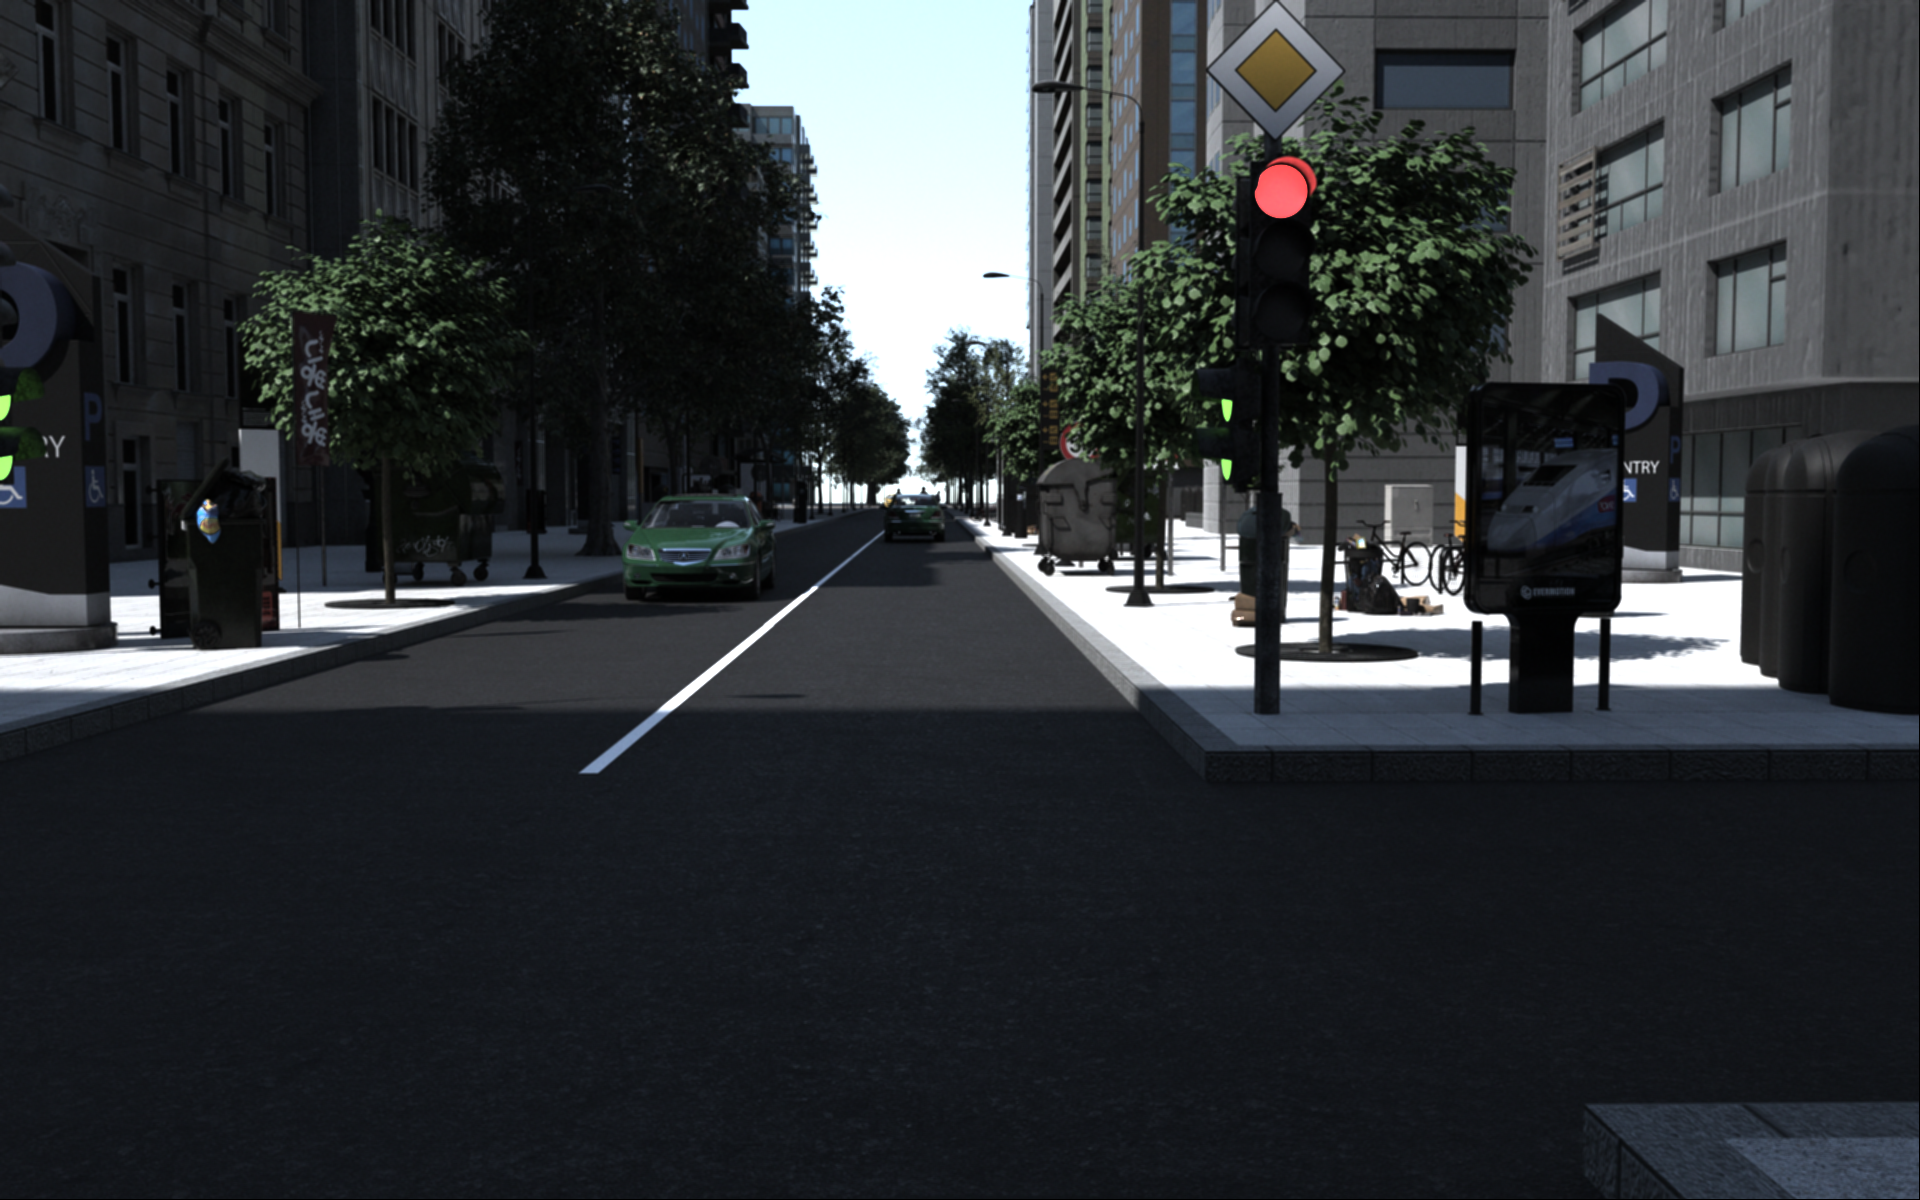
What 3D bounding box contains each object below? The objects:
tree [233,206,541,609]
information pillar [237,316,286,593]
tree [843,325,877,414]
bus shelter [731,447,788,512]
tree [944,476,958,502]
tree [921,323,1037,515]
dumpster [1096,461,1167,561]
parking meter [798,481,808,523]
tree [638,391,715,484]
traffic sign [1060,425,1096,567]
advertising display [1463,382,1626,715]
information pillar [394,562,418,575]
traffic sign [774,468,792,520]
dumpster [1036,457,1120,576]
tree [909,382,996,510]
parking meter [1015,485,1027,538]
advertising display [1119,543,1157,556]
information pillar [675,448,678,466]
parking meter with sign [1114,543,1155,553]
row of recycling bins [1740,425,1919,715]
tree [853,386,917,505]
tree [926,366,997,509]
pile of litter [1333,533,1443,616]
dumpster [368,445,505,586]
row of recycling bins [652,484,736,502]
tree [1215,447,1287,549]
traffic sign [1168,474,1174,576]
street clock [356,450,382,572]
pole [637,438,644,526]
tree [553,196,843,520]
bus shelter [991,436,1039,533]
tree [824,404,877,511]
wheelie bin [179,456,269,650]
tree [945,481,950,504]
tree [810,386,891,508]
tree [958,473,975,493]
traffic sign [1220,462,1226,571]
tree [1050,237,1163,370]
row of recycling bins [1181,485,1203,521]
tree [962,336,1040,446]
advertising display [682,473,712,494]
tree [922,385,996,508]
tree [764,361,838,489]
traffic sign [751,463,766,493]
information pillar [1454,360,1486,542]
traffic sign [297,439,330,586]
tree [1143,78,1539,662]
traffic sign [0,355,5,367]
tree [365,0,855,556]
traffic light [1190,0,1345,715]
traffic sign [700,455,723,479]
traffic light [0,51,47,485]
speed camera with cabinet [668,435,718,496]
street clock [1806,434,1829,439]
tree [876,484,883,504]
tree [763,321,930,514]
[{"bbox_3d":[-6.526,-2.217,19.955,4.285,4.588,4.351,0,3,0],"label":"tree"},{"bbox_3d":[-8.974,-1.888,22.219,0.504,3.616,0.183,-3,4,-39],"label":"information pillar"},{"bbox_3d":[-7.176,-8.050,66.030,8.767,10.594,7.601,0,4,7],"label":"tree"},{"bbox_3d":[-8.897,-5.095,77.230,2.014,3.302,5.546,0,4,-1],"label":"bus shelter"},{"bbox_3d":[-1.338,-17.396,234.781,4.360,8.622,3.978,0,3,0],"label":"tree"},{"bbox_3d":[1.189,-11.043,106.314,9.928,11.665,9.643,0,3,0],"label":"tree"},{"bbox_3d":[3.334,-1.924,33.955,1.502,2.255,1.985,0,4,-1],"label":"dumpster"},{"bbox_3d":[-6.869,-4.278,75.648,0.399,1.863,0.255,0,4,1],"label":"parking meter"},{"bbox_3d":[-12.373,-7.684,75.995,4.737,8.622,4.395,0,3,0],"label":"tree"},{"bbox_3d":[2.119,-1.842,30.224,0.768,2.556,0.104,0,4,5],"label":"traffic sign"},{"bbox_3d":[3.417,-0.301,10.135,0.974,1.923,0.123,-1,4,-14],"label":"advertising display"},{"bbox_3d":[-8.791,-1.404,27.451,0.304,2.012,0.304,0,4,0],"label":"information pillar"},{"bbox_3d":[-8.737,-5.226,85.443,0.884,2.594,0.081,0,4,6],"label":"traffic sign"},{"bbox_3d":[1.894,-1.349,27.809,1.264,1.857,1.865,0,4,-1],"label":"dumpster"},{"bbox_3d":[0.479,-12.416,137.410,8.767,10.594,7.601,-1,4,-19],"label":"tree"},{"bbox_3d":[1.774,-2.566,50.363,0.372,1.533,0.369,0,3,0],"label":"parking meter"},{"bbox_3d":[3.741,-1.893,36.161,0.974,1.923,0.123,-2,4,-25],"label":"advertising display"},{"bbox_3d":[-13.890,-5.715,84.802,0.183,3.616,0.504,-1,4,-17],"label":"information pillar"},{"bbox_3d":[3.710,-2.580,38.436,0.543,3.016,1.738,-2,4,-32],"label":"parking meter with sign"},{"bbox_3d":[5.995,-0.279,11.681,1.069,1.692,3.534,1,4,14],"label":"row of recycling bins"},{"bbox_3d":[-10.318,-18.570,210.267,9.857,13.997,8.962,0,3,0],"label":"tree"},{"bbox_3d":[0.443,-14.283,151.658,7.486,12.596,7.792,0,3,0],"label":"tree"},{"bbox_3d":[4.603,-0.306,18.971,1.176,0.858,1.719,0,4,-6],"label":"pile of litter"},{"bbox_3d":[-7.477,-1.361,24.745,1.502,2.255,1.985,0,4,-1],"label":"dumpster"},{"bbox_3d":[-11.071,-3.991,72.362,3.534,1.692,1.069,-1,4,-11],"label":"row of recycling bins"},{"bbox_3d":[6.713,-2.797,40.340,1.663,3.219,1.824,0,3,0],"label":"tree"},{"bbox_3d":[3.298,-1.650,27.083,0.768,2.556,0.104,0,4,7],"label":"traffic sign"},{"bbox_3d":[-9.646,-1.460,28.434,0.471,2.002,0.358,1,4,17],"label":"street clock"},{"bbox_3d":[-11.656,-4.244,63.235,0.158,3.312,0.155,0,3,0],"label":"pole"},{"bbox_3d":[-8.079,-7.037,49.470,8.767,10.594,7.601,0,3,0],"label":"tree"},{"bbox_3d":[2.208,-5.091,60.876,2.179,5.291,8.768,0,4,-1],"label":"bus shelter"},{"bbox_3d":[-8.372,-10.952,129.434,4.360,8.622,3.978,0,3,0],"label":"tree"},{"bbox_3d":[-6.168,-0.406,14.549,0.693,1.594,0.980,-2,4,-26],"label":"wheelie bin"},{"bbox_3d":[-1.643,-19.003,221.074,12.009,13.543,11.850,0,3,0],"label":"tree"},{"bbox_3d":[-10.021,-14.657,157.767,7.486,12.596,7.792,0,3,0],"label":"tree"},{"bbox_3d":[0.767,-10.024,158.492,1.663,3.219,1.824,0,3,0],"label":"tree"},{"bbox_3d":[4.377,-1.753,28.760,0.768,2.556,0.104,0,4,3],"label":"traffic sign"},{"bbox_3d":[4.628,-5.998,48.434,4.360,8.622,3.978,0,3,0],"label":"tree"},{"bbox_3d":[11.419,-4.541,81.358,1.069,1.692,3.534,-1,4,-21],"label":"row of recycling bins"},{"bbox_3d":[2.313,-8.032,81.680,4.737,8.622,4.395,0,3,0],"label":"tree"},{"bbox_3d":[-8.220,-2.996,54.206,0.974,1.923,0.123,-2,4,-31],"label":"advertising display"},{"bbox_3d":[0.120,-15.373,168.354,9.611,12.733,9.660,0,3,0],"label":"tree"},{"bbox_3d":[-8.349,-8.663,92.002,4.737,8.622,4.395,0,3,0],"label":"tree"},{"bbox_3d":[-8.304,-4.389,71.860,0.768,2.556,0.104,1,4,9],"label":"traffic sign"},{"bbox_3d":[8.816,-2.357,29.891,0.504,3.616,0.183,1,4,11],"label":"information pillar"},{"bbox_3d":[-8.854,-1.400,24.068,0.795,2.450,0.064,0,4,7],"label":"traffic sign"},{"bbox_3d":[2.867,-1.835,13.722,4.285,4.588,4.351,0,3,0],"label":"tree"},{"bbox_3d":[-7.764,-0.816,13.444,0.768,2.556,0.104,0,4,3],"label":"traffic sign"},{"bbox_3d":[-7.457,-7.274,35.936,9.611,12.733,9.660,0,3,0],"label":"tree"},{"bbox_3d":[1.779,-1.291,10.028,0.839,4.253,0.868,0,4,-1],"label":"traffic light"},{"bbox_3d":[-8.206,-3.485,57.082,0.768,2.556,0.104,0,4,4],"label":"traffic sign"},{"bbox_3d":[-5.731,-1.282,9.880,0.839,4.253,0.868,0,4,-1],"label":"traffic light"},{"bbox_3d":[-9.036,-3.936,58.681,0.660,3.252,2.038,2,4,29],"label":"speed camera with cabinet"},{"bbox_3d":[10.405,-1.002,20.955,0.471,2.002,0.358,3,5,45],"label":"street clock"},{"bbox_3d":[-11.226,-14.346,229.153,1.663,3.219,1.824,0,3,0],"label":"tree"},{"bbox_3d":[-9.086,-12.312,111.669,12.009,13.543,11.850,0,3,0],"label":"tree"}]
